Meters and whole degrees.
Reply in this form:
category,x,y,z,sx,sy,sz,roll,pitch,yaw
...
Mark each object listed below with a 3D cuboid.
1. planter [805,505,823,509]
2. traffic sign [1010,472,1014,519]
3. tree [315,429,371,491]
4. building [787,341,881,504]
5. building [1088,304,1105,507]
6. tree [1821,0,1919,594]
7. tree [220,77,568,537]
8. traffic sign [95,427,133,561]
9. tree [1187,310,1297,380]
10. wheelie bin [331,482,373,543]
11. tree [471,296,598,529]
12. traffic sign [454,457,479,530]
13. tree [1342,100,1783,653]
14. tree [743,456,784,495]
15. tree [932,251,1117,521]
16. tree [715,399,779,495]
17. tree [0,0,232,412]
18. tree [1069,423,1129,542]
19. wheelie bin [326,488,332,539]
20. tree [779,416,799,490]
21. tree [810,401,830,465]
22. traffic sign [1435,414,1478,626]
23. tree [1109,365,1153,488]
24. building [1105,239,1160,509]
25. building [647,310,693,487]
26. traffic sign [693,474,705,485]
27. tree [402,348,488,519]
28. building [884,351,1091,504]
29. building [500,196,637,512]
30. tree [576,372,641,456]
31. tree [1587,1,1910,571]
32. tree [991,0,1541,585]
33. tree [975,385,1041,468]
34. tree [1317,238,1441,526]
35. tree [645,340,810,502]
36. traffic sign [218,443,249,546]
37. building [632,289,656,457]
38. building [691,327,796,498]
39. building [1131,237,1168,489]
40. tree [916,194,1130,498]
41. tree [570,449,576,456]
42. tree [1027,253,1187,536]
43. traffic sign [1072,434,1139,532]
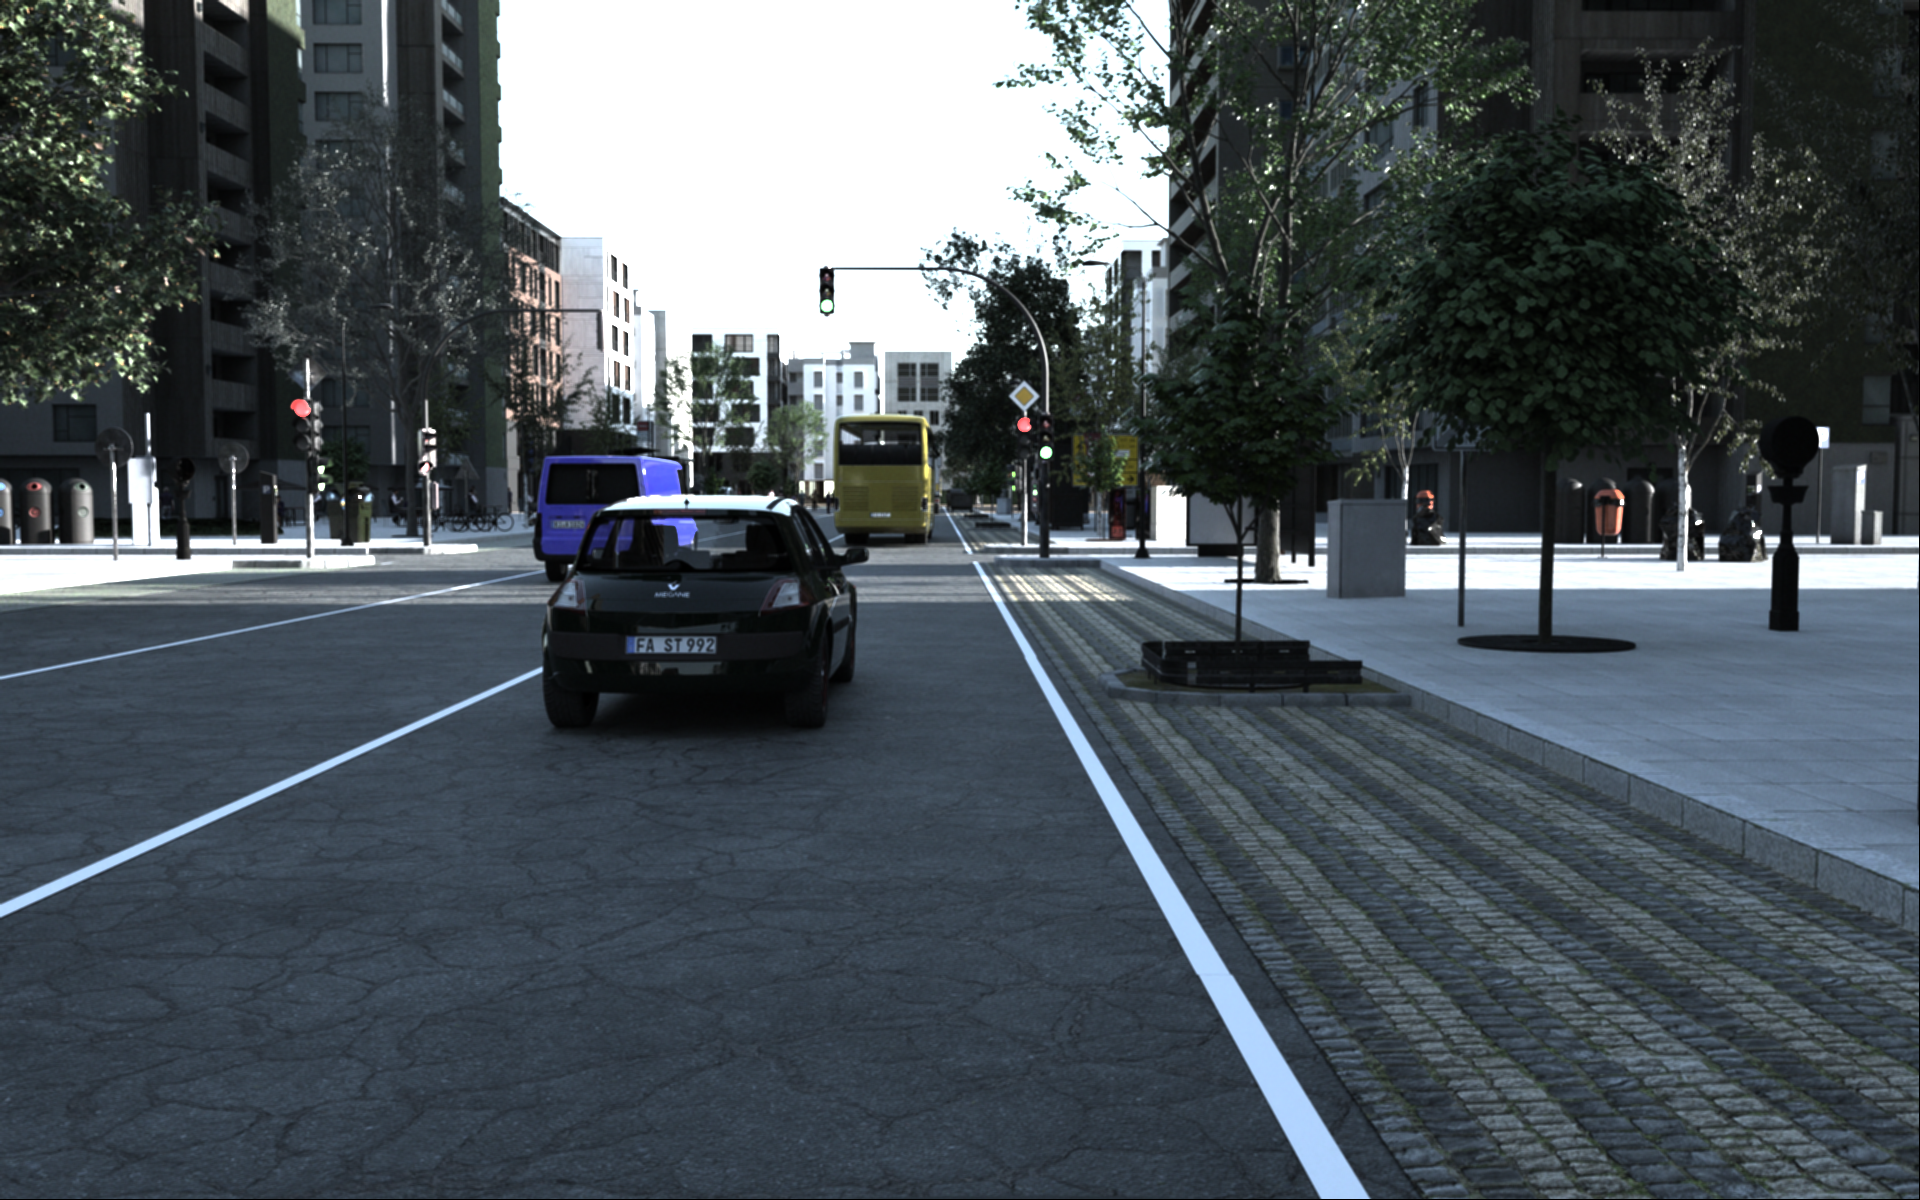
category,x,y,z,sx,sy,sz,roll,pitch,yaw
planter,-14.634,-9.211,171.738,1.991,0.319,1.994,0,4,-1
traffic sign,2.751,-5.548,90.718,0.884,2.594,0.081,0,4,1
tree,-31.436,-6.371,87.887,4.285,4.588,4.351,0,3,0
building,-16.000,-22.274,220.606,11.380,20.091,16.016,0,4,-1
building,20.802,-19.659,177.851,16.016,20.091,11.380,0,4,-1
tree,12.127,-4.376,21.916,4.360,8.622,3.978,0,3,0
tree,-16.511,-8.635,51.552,12.009,13.543,11.850,0,3,0
traffic sign,-16.168,-2.018,33.098,0.768,2.556,0.104,0,4,7
tree,10.352,-6.889,63.001,4.737,8.622,4.395,0,3,0
wheelie bin,-15.882,-2.307,45.634,0.693,1.594,0.980,1,4,14
tree,-15.770,-6.931,63.691,4.360,8.622,3.978,0,3,0
traffic sign,-17.359,-3.727,60.945,0.884,2.594,0.081,0,4,3
tree,5.001,-1.882,14.486,4.285,4.588,4.351,0,3,0
tree,-16.889,-10.061,148.217,4.285,4.588,4.351,0,3,0
tree,3.118,-10.097,82.092,9.611,12.733,9.660,0,3,0
tree,-16.741,-11.042,130.904,4.360,8.622,3.978,0,3,0
tree,-15.912,-6.579,24.568,9.611,12.733,9.660,0,3,0
tree,3.790,-3.213,47.133,1.663,3.219,1.824,0,3,0
wheelie bin,-17.616,-2.532,49.311,0.693,1.594,0.980,1,4,19
tree,-17.121,-13.075,164.144,4.360,8.622,3.978,0,3,0
tree,-17.718,-16.025,187.764,9.928,11.665,9.643,0,3,0
traffic sign,4.858,-0.893,16.728,0.606,2.300,0.079,0,4,6
tree,9.898,-9.112,99.345,4.360,8.622,3.978,0,3,0
building,26.702,-19.064,155.671,27.936,21.610,32.646,0,4,-1
building,-43.923,-18.834,174.390,31.486,18.905,16.747,0,4,-1
traffic sign,-16.697,-6.771,110.808,0.768,2.556,0.104,0,4,0
tree,-25.400,-8.229,84.913,4.737,8.622,4.395,0,3,0
building,6.263,-21.768,222.358,31.486,18.905,16.747,0,4,-1
building,-42.036,-17.815,135.245,27.936,21.610,32.646,0,4,-1
tree,-21.396,-9.469,105.188,4.737,8.622,4.395,0,3,0
tree,12.063,-4.769,28.338,4.360,8.622,3.978,0,3,0
tree,4.291,-6.043,24.564,9.928,11.665,9.643,0,3,0
tree,3.522,-12.508,138.914,8.767,10.594,7.601,-1,4,-12
tree,12.331,-5.993,48.344,4.737,8.622,4.395,0,3,0
tree,-17.162,-11.643,116.111,9.928,11.665,9.643,0,3,0
traffic sign,-18.083,-2.630,43.104,0.768,2.556,0.104,0,4,3
building,-35.998,-18.409,157.413,16.016,20.091,11.380,0,4,-1
building,-38.504,-23.347,225.698,32.646,21.610,27.936,0,4,-1
building,21.380,-16.939,133.374,16.016,20.091,11.380,0,4,-1
tree,4.017,-15.446,108.432,12.611,20.169,13.585,0,3,0
tree,-16.960,-4.955,75.616,1.663,3.219,1.824,0,3,0
tree,4.251,-6.306,53.462,4.737,8.622,4.395,0,3,0
traffic sign,4.919,-3.963,58.671,2.265,3.308,0.079,0,4,-1
